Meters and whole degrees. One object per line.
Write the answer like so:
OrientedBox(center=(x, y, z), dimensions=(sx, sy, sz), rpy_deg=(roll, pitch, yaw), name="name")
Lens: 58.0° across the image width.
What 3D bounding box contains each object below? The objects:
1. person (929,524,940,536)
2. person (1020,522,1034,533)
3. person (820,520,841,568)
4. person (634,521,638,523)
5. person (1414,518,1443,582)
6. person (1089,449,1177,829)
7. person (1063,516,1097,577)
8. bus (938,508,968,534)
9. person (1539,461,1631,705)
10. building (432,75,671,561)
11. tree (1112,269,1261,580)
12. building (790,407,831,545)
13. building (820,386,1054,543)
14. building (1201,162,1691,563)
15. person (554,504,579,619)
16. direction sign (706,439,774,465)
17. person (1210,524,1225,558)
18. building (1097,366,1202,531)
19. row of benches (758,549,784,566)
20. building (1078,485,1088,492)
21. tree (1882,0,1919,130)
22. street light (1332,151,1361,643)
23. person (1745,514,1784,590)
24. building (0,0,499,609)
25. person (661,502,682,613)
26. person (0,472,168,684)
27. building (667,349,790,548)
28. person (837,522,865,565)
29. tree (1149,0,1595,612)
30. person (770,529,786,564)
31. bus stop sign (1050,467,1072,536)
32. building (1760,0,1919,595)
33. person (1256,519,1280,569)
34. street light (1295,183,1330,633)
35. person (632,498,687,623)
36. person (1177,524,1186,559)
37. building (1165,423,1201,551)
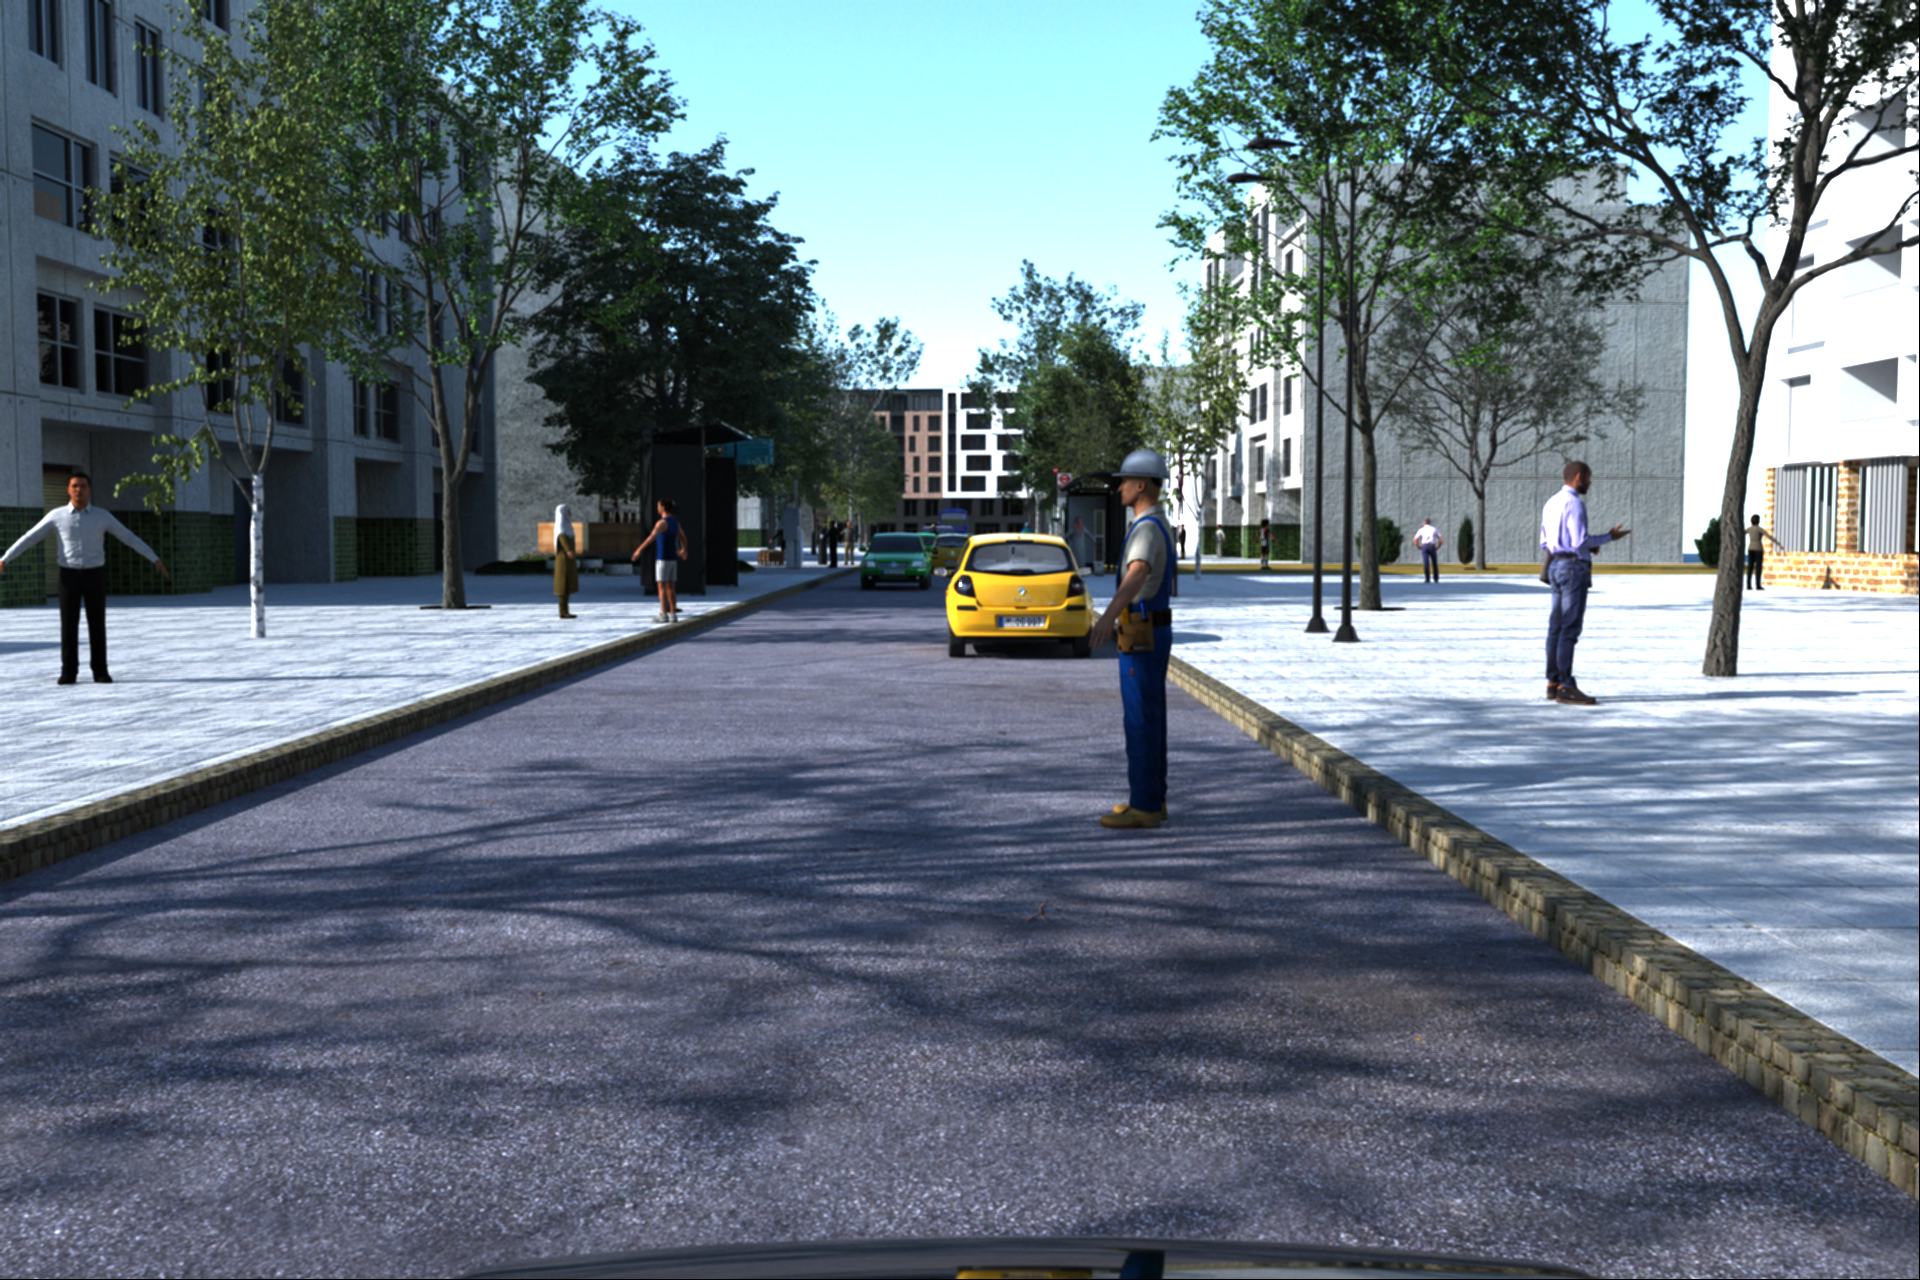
OrientedBox(center=(-1.130, -4.044, 74.361), dimensions=(1.354, 1.856, 0.705), rpy_deg=(-1, 4, -14), name="person")
OrientedBox(center=(3.094, -4.470, 79.204), dimensions=(1.347, 1.817, 0.704), rpy_deg=(1, 4, 19), name="person")
OrientedBox(center=(-4.869, -3.663, 66.116), dimensions=(0.704, 1.802, 1.346), rpy_deg=(2, 4, 30), name="person")
OrientedBox(center=(-14.764, -4.477, 78.961), dimensions=(1.354, 1.858, 0.705), rpy_deg=(-3, 5, -44), name="person")
OrientedBox(center=(12.435, -2.387, 46.008), dimensions=(0.756, 1.711, 0.436), rpy_deg=(1, 4, 12), name="person")
OrientedBox(center=(0.881, -0.015, 8.558), dimensions=(0.705, 1.847, 1.347), rpy_deg=(1, 4, 16), name="person")
OrientedBox(center=(3.485, -2.770, 51.440), dimensions=(1.347, 1.811, 0.704), rpy_deg=(-1, 4, -20), name="person")
OrientedBox(center=(-0.643, -10.382, 161.292), dimensions=(2.896, 3.916, 12.251), rpy_deg=(0, 4, -1), name="bus")
OrientedBox(center=(4.791, -0.451, 13.279), dimensions=(0.599, 1.838, 0.709), rpy_deg=(0, 4, -4), name="person")
OrientedBox(center=(-25.398, -15.643, 86.691), dimensions=(19.493, 23.208, 18.063), rpy_deg=(0, 4, 0), name="building")
OrientedBox(center=(6.601, -6.010, 48.621), dimensions=(4.737, 8.622, 4.395), rpy_deg=(0, 3, 0), name="tree")
OrientedBox(center=(-26.175, -23.332, 212.414), dimensions=(19.493, 23.208, 18.063), rpy_deg=(0, 4, 0), name="building")
OrientedBox(center=(-3.008, -24.804, 251.981), dimensions=(32.646, 21.610, 27.936), rpy_deg=(0, 4, 6), name="building")
OrientedBox(center=(23.332, -13.747, 91.217), dimensions=(16.747, 18.905, 31.486), rpy_deg=(0, 4, 0), name="building")
OrientedBox(center=(-5.941, -1.201, 26.417), dimensions=(0.721, 1.736, 1.217), rpy_deg=(-1, 4, -12), name="person")
OrientedBox(center=(-5.901, -3.361, 43.709), dimensions=(2.525, 3.948, 1.411), rpy_deg=(0, 3, 0), name="direction sign")
OrientedBox(center=(13.699, -5.231, 91.721), dimensions=(0.705, 1.806, 1.347), rpy_deg=(-2, 4, -24), name="person")
OrientedBox(center=(24.051, -19.828, 190.640), dimensions=(16.747, 18.905, 31.486), rpy_deg=(0, 4, 0), name="building")
OrientedBox(center=(-7.763, -3.402, 71.087), dimensions=(1.422, 0.672, 4.104), rpy_deg=(-1, 4, -13), name="row of benches")
OrientedBox(center=(23.464, -21.898, 224.494), dimensions=(16.747, 18.905, 31.486), rpy_deg=(0, 4, 0), name="building")
OrientedBox(center=(6.357, -3.511, 7.768), dimensions=(4.360, 8.622, 3.978), rpy_deg=(0, 3, 0), name="tree")
OrientedBox(center=(5.147, -2.931, 20.467), dimensions=(1.470, 5.913, 1.316), rpy_deg=(0, 4, 0), name="street light")
OrientedBox(center=(18.345, -2.024, 39.847), dimensions=(0.721, 1.744, 1.215), rpy_deg=(-2, 4, -33), name="person")
OrientedBox(center=(-24.694, -10.902, 44.701), dimensions=(16.747, 18.905, 31.486), rpy_deg=(0, 4, 0), name="building")
OrientedBox(center=(-4.730, -1.375, 28.328), dimensions=(0.704, 1.849, 1.345), rpy_deg=(0, 4, -1), name="person")
OrientedBox(center=(-7.547, -0.534, 14.886), dimensions=(1.344, 1.810, 0.704), rpy_deg=(-2, 4, -27), name="person")
OrientedBox(center=(-27.639, -19.231, 180.891), dimensions=(16.747, 18.905, 31.486), rpy_deg=(0, 4, 0), name="building")
OrientedBox(center=(-4.605, -4.017, 71.948), dimensions=(1.348, 1.796, 0.705), rpy_deg=(0, 4, -1), name="person")
OrientedBox(center=(6.802, -6.316, 29.025), dimensions=(9.928, 11.665, 9.643), rpy_deg=(0, 3, 0), name="tree")
OrientedBox(center=(-7.494, -4.141, 73.897), dimensions=(1.347, 1.806, 0.705), rpy_deg=(-3, 4, -37), name="person")
OrientedBox(center=(4.042, -4.927, 69.267), dimensions=(0.855, 3.939, 0.416), rpy_deg=(0, 4, -1), name="bus stop sign")
OrientedBox(center=(25.018, -11.275, 40.767), dimensions=(16.016, 20.090, 11.380), rpy_deg=(0, 3, 0), name="building")
OrientedBox(center=(11.136, -3.481, 63.053), dimensions=(0.704, 1.843, 1.345), rpy_deg=(-2, 4, -27), name="person")
OrientedBox(center=(5.204, -3.051, 22.430), dimensions=(1.470, 5.913, 1.316), rpy_deg=(0, 4, 0), name="street light")
OrientedBox(center=(-4.289, -1.160, 25.139), dimensions=(0.704, 1.807, 1.345), rpy_deg=(2, 4, 23), name="person")
OrientedBox(center=(11.313, -5.020, 88.212), dimensions=(0.704, 1.812, 1.346), rpy_deg=(1, 4, 22), name="person")
OrientedBox(center=(21.695, -11.583, 131.534), dimensions=(9.099, 9.664, 28.070), rpy_deg=(0, 4, 0), name="building")
